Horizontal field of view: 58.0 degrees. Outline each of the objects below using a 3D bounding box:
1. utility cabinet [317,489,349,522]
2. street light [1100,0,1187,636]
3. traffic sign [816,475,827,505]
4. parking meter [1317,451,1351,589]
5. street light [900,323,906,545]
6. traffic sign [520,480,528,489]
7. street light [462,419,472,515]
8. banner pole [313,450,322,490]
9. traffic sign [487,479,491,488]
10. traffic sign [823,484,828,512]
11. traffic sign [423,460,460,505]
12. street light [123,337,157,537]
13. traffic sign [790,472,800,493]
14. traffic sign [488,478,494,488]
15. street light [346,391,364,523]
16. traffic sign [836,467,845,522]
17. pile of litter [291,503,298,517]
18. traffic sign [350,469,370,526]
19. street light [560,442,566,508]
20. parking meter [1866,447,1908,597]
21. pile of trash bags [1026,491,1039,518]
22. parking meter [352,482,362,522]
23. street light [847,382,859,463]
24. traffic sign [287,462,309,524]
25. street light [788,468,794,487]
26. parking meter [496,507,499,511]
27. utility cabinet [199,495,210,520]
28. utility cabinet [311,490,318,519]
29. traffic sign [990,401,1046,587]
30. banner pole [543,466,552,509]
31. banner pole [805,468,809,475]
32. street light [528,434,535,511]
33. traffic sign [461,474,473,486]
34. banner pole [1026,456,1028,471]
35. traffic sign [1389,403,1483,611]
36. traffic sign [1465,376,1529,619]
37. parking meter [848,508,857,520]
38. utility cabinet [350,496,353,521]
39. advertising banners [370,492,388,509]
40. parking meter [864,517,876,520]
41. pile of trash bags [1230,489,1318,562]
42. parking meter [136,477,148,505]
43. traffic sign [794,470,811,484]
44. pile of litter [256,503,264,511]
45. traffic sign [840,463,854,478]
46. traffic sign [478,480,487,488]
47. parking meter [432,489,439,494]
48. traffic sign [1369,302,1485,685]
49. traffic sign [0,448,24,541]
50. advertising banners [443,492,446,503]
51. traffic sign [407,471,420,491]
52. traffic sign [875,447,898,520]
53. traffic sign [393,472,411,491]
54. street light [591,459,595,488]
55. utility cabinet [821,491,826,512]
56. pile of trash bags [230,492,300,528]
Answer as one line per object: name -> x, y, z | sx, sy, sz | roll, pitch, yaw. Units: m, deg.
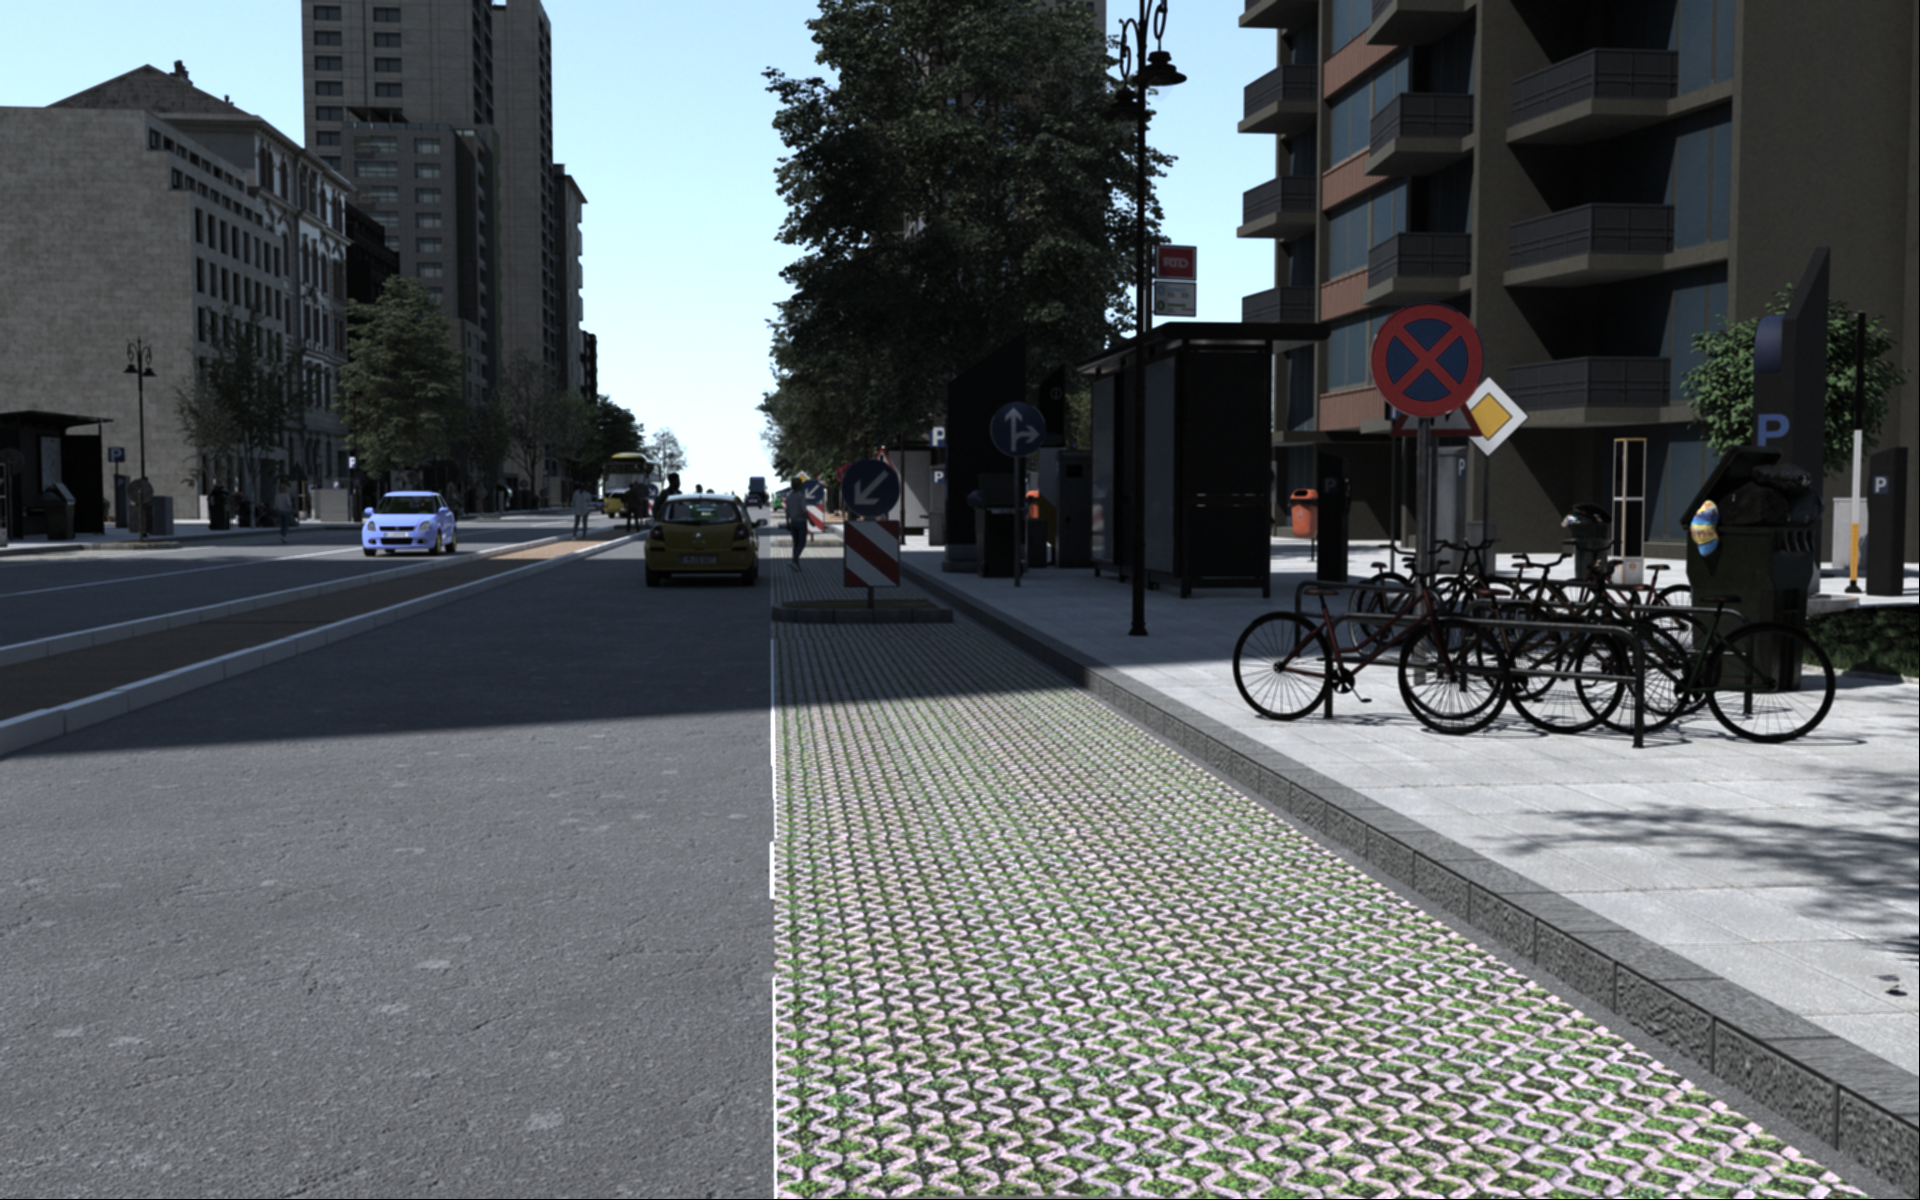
utility cabinet -> -28.312, -4.262, 78.363 | 1.173, 1.500, 0.318 | -1, 4, -17
street light -> 1.621, -2.617, 15.574 | 0.468, 5.910, 1.993 | 0, 4, -6
traffic sign -> -8.145, -6.276, 102.713 | 0.768, 2.556, 0.104 | 0, 4, -5
parking meter -> 5.068, -1.086, 23.465 | 0.399, 1.863, 0.255 | 2, 4, 32
street light -> -1.445, -4.323, 43.470 | 0.468, 5.910, 1.993 | 0, 4, -6
traffic sign -> -38.150, -9.263, 151.551 | 0.768, 2.556, 0.104 | 0, 4, -3
street light -> -30.255, -8.159, 106.185 | 0.468, 5.910, 1.993 | 0, 4, -6
banner pole -> -36.905, -6.694, 99.467 | 0.401, 3.779, 0.863 | 1, 4, 17
traffic sign -> -33.817, -7.506, 123.901 | 0.795, 2.450, 0.064 | 0, 4, -3
traffic sign -> -9.453, -7.519, 122.945 | 0.884, 2.594, 0.081 | 0, 4, -2
traffic sign -> -31.068, -6.720, 103.750 | 2.265, 3.308, 0.079 | 0, 4, 3
street light -> -24.139, -4.790, 51.111 | 0.468, 5.910, 1.993 | 0, 4, -6
traffic sign -> -7.385, -4.639, 79.488 | 0.795, 2.450, 0.064 | 0, 4, -6
traffic sign -> -35.544, -8.015, 131.148 | 0.768, 2.556, 0.104 | 0, 4, 3
street light -> -27.069, -6.409, 77.576 | 0.468, 5.910, 1.993 | 0, 4, -6
traffic sign -> -5.288, -4.828, 79.038 | 0.768, 2.556, 0.104 | 0, 4, -2
pile of litter -> -36.725, -5.002, 95.755 | 1.176, 0.858, 1.719 | -1, 4, -12
traffic sign -> -24.109, -4.037, 69.653 | 0.795, 2.450, 0.064 | 0, 4, -6
street light -> -35.427, -11.112, 154.476 | 0.468, 5.910, 1.993 | 0, 4, -6
parking meter -> 11.661, -0.985, 21.810 | 0.255, 1.863, 0.399 | -1, 4, -21
pile of trash bags -> 2.948, -2.068, 43.563 | 3.447, 1.369, 1.912 | 3, 5, 43
parking meter -> -27.464, -4.479, 78.949 | 0.399, 1.863, 0.255 | 3, 4, 36
street light -> -4.430, -6.030, 71.375 | 0.468, 5.910, 1.993 | 0, 4, -6
traffic sign -> -26.511, -4.241, 69.342 | 0.884, 2.594, 0.081 | 0, 4, -1
street light -> -27.714, -19.033, 283.969 | 0.468, 5.910, 1.993 | 0, 4, -6
parking meter -> -34.334, -7.364, 128.804 | 0.372, 1.533, 0.369 | 0, 3, 0
utility cabinet -> -37.652, -4.612, 86.563 | 1.020, 1.237, 0.306 | 3, 5, 45
utility cabinet -> -32.641, -4.835, 87.731 | 0.318, 1.500, 1.173 | -2, 4, -29
traffic sign -> 0.796, -1.455, 23.903 | 0.768, 2.556, 0.104 | 0, 4, -5
banner pole -> -36.150, -9.886, 151.654 | 0.863, 3.779, 0.401 | -3, 5, -40
banner pole -> -13.040, -9.667, 148.064 | 0.401, 3.779, 0.863 | -3, 4, -39
street light -> -33.202, -9.866, 134.094 | 0.468, 5.910, 1.993 | 0, 4, -6
traffic sign -> -30.835, -6.622, 108.379 | 0.768, 2.556, 0.104 | 0, 4, -2
banner pole -> 2.840, -5.586, 81.346 | 0.863, 3.779, 0.401 | -2, 4, -23
traffic sign -> 4.413, -0.986, 16.132 | 0.884, 2.594, 0.081 | 0, 4, -5
traffic sign -> 5.164, -0.968, 17.007 | 0.795, 2.450, 0.064 | 0, 4, 1
parking meter -> -4.322, -3.894, 69.383 | 0.255, 1.863, 0.399 | -2, 4, -29
utility cabinet -> -29.030, -4.348, 82.250 | 0.306, 1.237, 1.020 | -1, 4, -15
advertising banners -> -40.945, -7.775, 123.314 | 2.074, 3.025, 0.090 | -3, 4, -38
parking meter -> -2.852, -2.830, 54.688 | 0.372, 1.533, 0.369 | 0, 3, 0
pile of trash bags -> 5.557, -1.467, 33.732 | 1.912, 1.369, 3.447 | -3, 5, -44
parking meter -> -28.201, -3.302, 59.694 | 0.399, 1.863, 0.255 | 0, 4, 0
traffic sign -> -6.517, -4.153, 71.550 | 0.795, 2.450, 0.064 | 0, 4, -6
pile of litter -> -35.798, -4.555, 88.444 | 1.719, 0.858, 1.176 | 1, 4, 20
traffic sign -> -4.449, -4.277, 70.040 | 0.768, 2.556, 0.104 | 0, 4, -3
traffic sign -> -33.848, -7.381, 122.808 | 0.606, 2.300, 0.079 | 0, 4, -2
parking meter -> -28.605, -5.261, 94.435 | 0.372, 1.533, 0.369 | 0, 3, 0
traffic sign -> 3.095, -0.702, 11.580 | 0.768, 2.556, 0.104 | 0, 4, -1
traffic sign -> -26.127, -2.907, 47.628 | 0.768, 2.556, 0.104 | 0, 4, 0
advertising banners -> -31.774, -6.783, 107.097 | 0.090, 3.025, 2.074 | -1, 4, -9
traffic sign -> -30.255, -5.855, 95.827 | 0.768, 2.556, 0.104 | 0, 4, -2
traffic sign -> -2.154, -2.920, 47.738 | 0.884, 2.594, 0.081 | 0, 4, 2
traffic sign -> -24.977, -4.523, 77.591 | 0.795, 2.450, 0.064 | 0, 4, -6
street light -> -38.572, -12.821, 182.405 | 0.468, 5.910, 1.993 | 0, 4, -6
utility cabinet -> -9.625, -6.931, 122.005 | 0.318, 1.500, 1.173 | -1, 4, -9
pile of trash bags -> -27.452, -3.543, 67.681 | 3.447, 1.369, 1.912 | 2, 4, 35
